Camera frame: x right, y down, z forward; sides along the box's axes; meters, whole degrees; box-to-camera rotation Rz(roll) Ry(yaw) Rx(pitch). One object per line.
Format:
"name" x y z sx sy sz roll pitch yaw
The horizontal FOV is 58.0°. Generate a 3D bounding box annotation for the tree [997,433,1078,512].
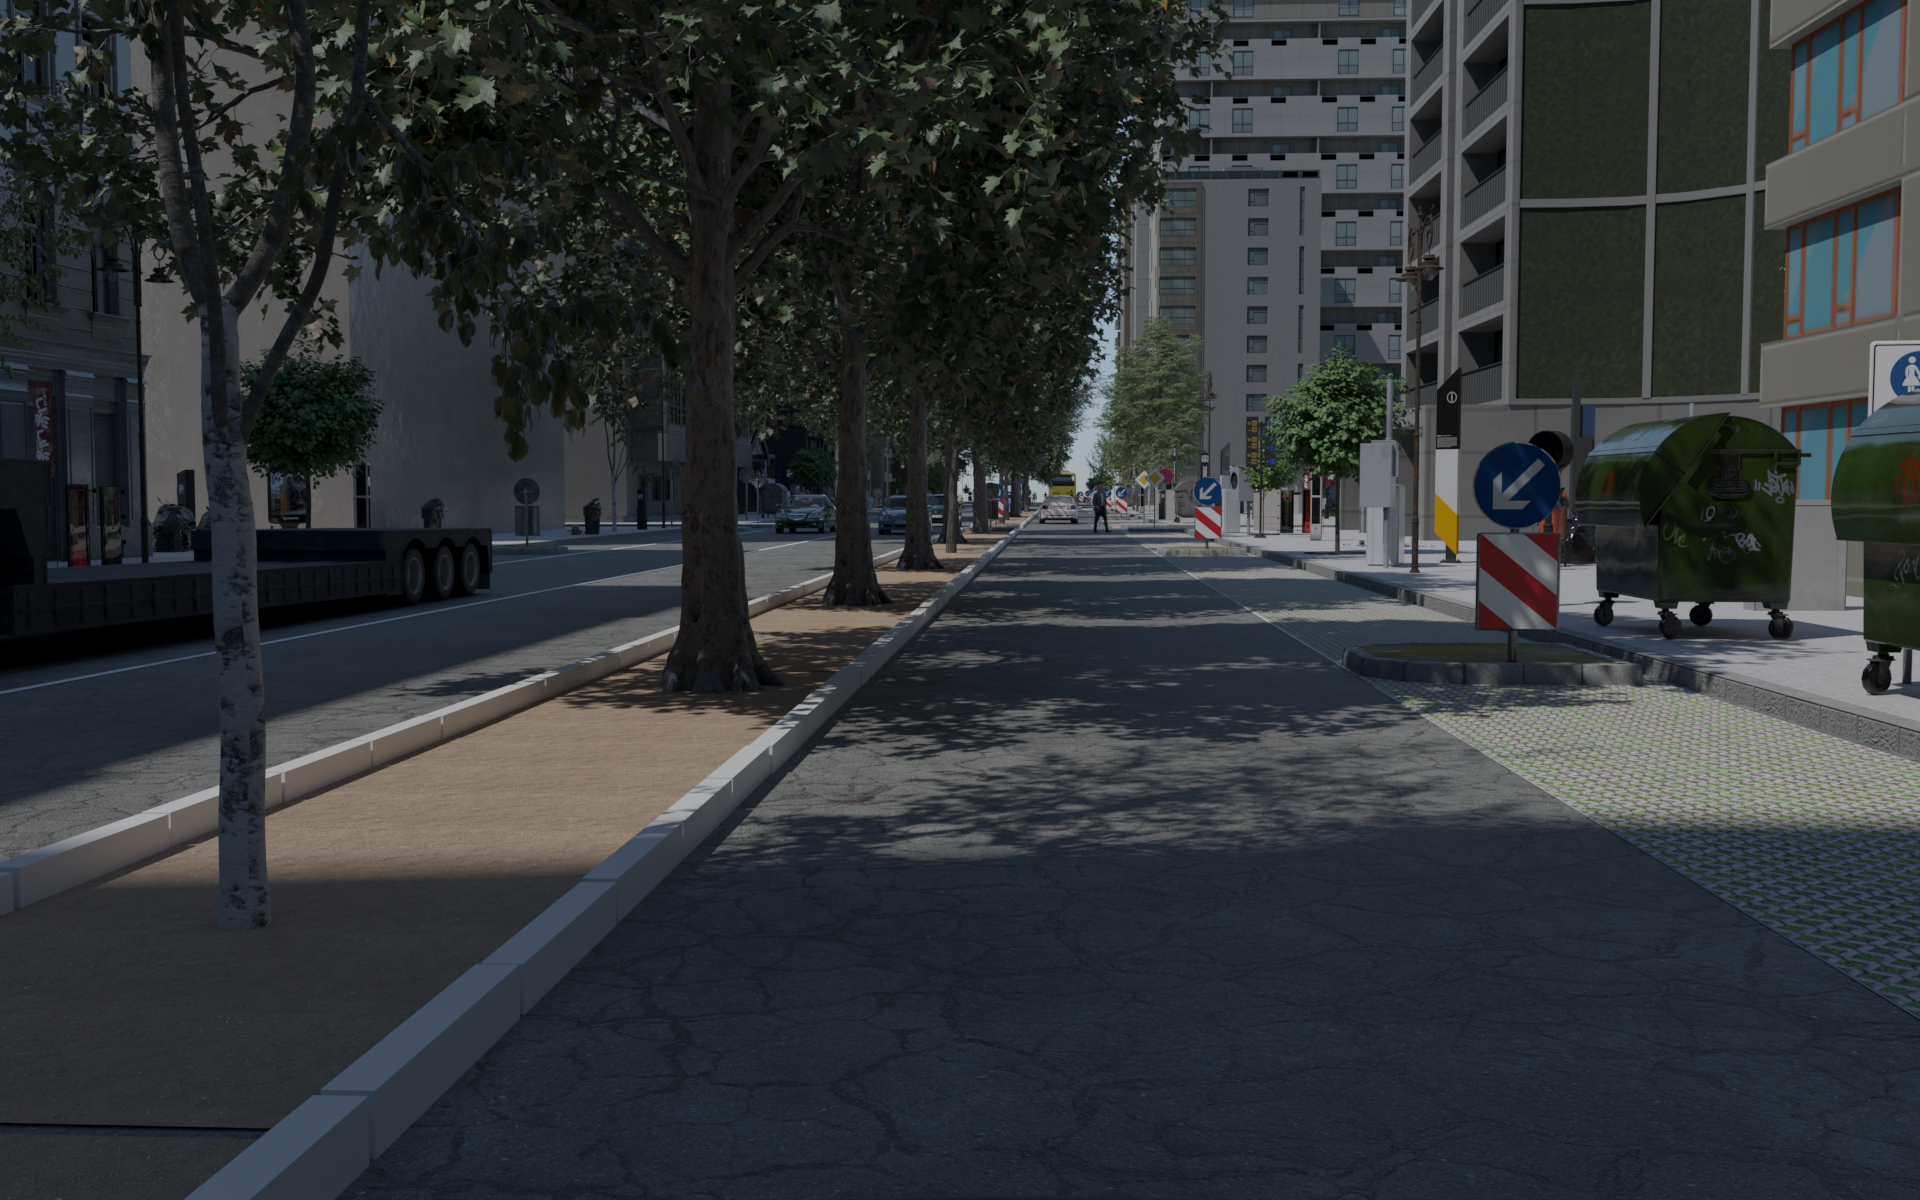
"tree" 5.343 -13.140 135.431 7.486 12.596 7.792 0 3 0

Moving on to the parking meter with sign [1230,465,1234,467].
"parking meter with sign" 16.287 -6.687 105.601 0.543 3.016 1.738 0 4 0

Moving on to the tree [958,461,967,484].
"tree" -0.856 -19.062 262.024 4.737 8.622 4.395 0 3 0

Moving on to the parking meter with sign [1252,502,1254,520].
"parking meter with sign" 15.096 -5.589 87.649 0.543 3.016 1.738 1 4 17

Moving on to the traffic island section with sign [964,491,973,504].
"traffic island section with sign" 1.555 -15.124 255.903 1.989 1.847 2.006 0 4 3

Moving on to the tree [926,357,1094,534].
"tree" 0.766 -9.327 61.601 9.857 13.997 8.962 0 3 0

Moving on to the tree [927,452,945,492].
"tree" -3.805 -15.045 196.344 4.737 8.622 4.395 0 3 0

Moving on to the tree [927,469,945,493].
"tree" -3.510 -14.010 212.775 4.285 4.588 4.351 0 3 0

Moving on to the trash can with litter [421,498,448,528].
"trash can with litter" -14.730 -2.233 47.896 0.624 1.170 1.055 2 4 28

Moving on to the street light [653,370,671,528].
"street light" -11.111 -5.627 64.788 0.468 5.910 1.993 0 4 3

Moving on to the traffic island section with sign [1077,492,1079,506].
"traffic island section with sign" 14.646 -11.719 200.238 1.989 1.847 2.006 0 4 3

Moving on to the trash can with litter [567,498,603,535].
"trash can with litter" -11.819 -2.642 54.577 1.055 1.170 0.624 -2 4 -24

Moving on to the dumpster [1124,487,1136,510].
"dumpster" 13.919 -8.399 143.082 1.264 1.857 1.865 0 4 3

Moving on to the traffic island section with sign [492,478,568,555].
"traffic island section with sign" -10.541 -2.021 41.673 1.989 1.847 2.006 0 4 3

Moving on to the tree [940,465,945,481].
"tree" -2.059 -18.087 246.081 4.360 8.622 3.978 0 3 0

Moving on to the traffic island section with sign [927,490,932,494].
"traffic island section with sign" -3.116 -10.069 173.262 1.989 1.847 2.006 0 4 3

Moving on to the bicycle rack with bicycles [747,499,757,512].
"bicycle rack with bicycles" -14.694 -6.632 121.813 2.925 0.926 2.852 2 4 31

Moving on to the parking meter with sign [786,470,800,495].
"parking meter with sign" -11.646 -7.722 122.522 0.543 3.016 1.738 -2 4 -35

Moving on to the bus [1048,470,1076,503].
"bus" 10.369 -11.323 176.677 2.896 3.916 12.252 0 4 2

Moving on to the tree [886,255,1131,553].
"tree" -0.257 -6.382 41.223 8.767 10.594 7.601 0 4 3

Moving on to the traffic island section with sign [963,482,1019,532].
"traffic island section with sign" 1.138 -3.541 66.026 2.006 1.907 1.989 0 4 3

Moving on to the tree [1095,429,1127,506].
"tree" 16.134 -14.086 180.665 4.360 8.622 3.978 0 3 0

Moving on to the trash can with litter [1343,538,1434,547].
"trash can with litter" 10.386 -1.923 42.492 1.678 1.210 2.233 -2 4 -31

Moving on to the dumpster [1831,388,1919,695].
"dumpster" 6.300 -0.470 10.176 1.502 2.255 1.985 0 4 3

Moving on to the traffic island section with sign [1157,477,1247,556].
"traffic island section with sign" 5.659 -1.967 40.788 1.989 1.847 2.006 0 4 3

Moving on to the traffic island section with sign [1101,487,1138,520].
"traffic island section with sign" 8.692 -5.261 94.640 1.989 1.847 2.006 0 4 3

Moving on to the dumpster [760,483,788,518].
"dumpster" -9.876 -5.274 91.986 1.264 1.857 1.865 0 4 3

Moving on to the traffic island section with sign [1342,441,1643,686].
"traffic island section with sign" 4.147 -0.321 13.875 1.989 1.847 2.006 0 4 3

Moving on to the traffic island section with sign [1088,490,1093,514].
"traffic island section with sign" 10.269 -6.966 122.522 1.989 1.847 2.006 0 4 3

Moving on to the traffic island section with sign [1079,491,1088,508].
"traffic island section with sign" 13.138 -10.070 173.279 1.989 1.847 2.006 0 4 3

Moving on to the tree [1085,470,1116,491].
"tree" 20.885 -17.061 262.656 4.285 4.588 4.351 0 3 0

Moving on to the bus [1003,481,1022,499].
"bus" 6.201 -13.363 213.336 2.948 3.499 13.247 0 4 3

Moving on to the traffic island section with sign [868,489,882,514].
"traffic island section with sign" -5.886 -7.064 124.124 1.989 1.847 2.006 0 4 3

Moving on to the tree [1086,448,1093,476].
"tree" 14.589 -12.735 158.575 4.737 8.622 4.395 0 3 0

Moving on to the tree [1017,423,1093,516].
"tree" 3.688 -11.402 114.634 9.928 11.665 9.643 0 3 0

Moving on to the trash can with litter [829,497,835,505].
"trash can with litter" -8.437 -6.373 115.581 1.055 1.170 0.624 3 5 43

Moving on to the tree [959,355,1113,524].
"tree" 2.500 -11.073 93.870 12.009 13.543 11.850 0 3 0

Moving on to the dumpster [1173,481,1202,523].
"dumpster" 10.161 -4.354 76.954 1.264 1.857 1.865 0 4 3

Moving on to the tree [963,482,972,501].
"tree" 1.067 -17.758 284.946 1.663 3.219 1.824 0 3 0

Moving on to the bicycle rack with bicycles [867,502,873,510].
"bicycle rack with bicycles" -8.486 -7.556 136.923 2.925 0.926 2.852 0 4 5

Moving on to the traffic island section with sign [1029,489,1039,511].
"traffic island section with sign" 5.790 -8.581 148.441 2.006 1.907 1.989 0 4 3

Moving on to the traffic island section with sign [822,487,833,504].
"traffic island section with sign" -7.421 -5.402 96.944 1.989 1.847 2.006 0 4 3

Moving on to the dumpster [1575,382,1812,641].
"dumpster" 6.709 -0.823 15.952 1.502 2.255 1.985 0 4 3

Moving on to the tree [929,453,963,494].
"tree" -2.406 -18.865 226.575 7.486 12.596 7.792 0 3 0

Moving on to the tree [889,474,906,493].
"tree" -5.812 -10.334 163.564 1.663 3.219 1.824 0 3 0

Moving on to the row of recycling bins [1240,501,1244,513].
"row of recycling bins" 17.882 -6.794 118.201 1.069 1.692 3.534 -3 5 -44

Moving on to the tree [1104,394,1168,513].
"tree" 12.803 -10.261 118.133 4.737 8.622 4.395 0 3 0

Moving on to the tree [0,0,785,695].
"tree" -1.820 -5.678 12.304 9.611 12.733 9.660 0 3 0

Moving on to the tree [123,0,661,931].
"tree" -2.360 -3.205 5.222 4.360 8.622 3.978 0 3 0
